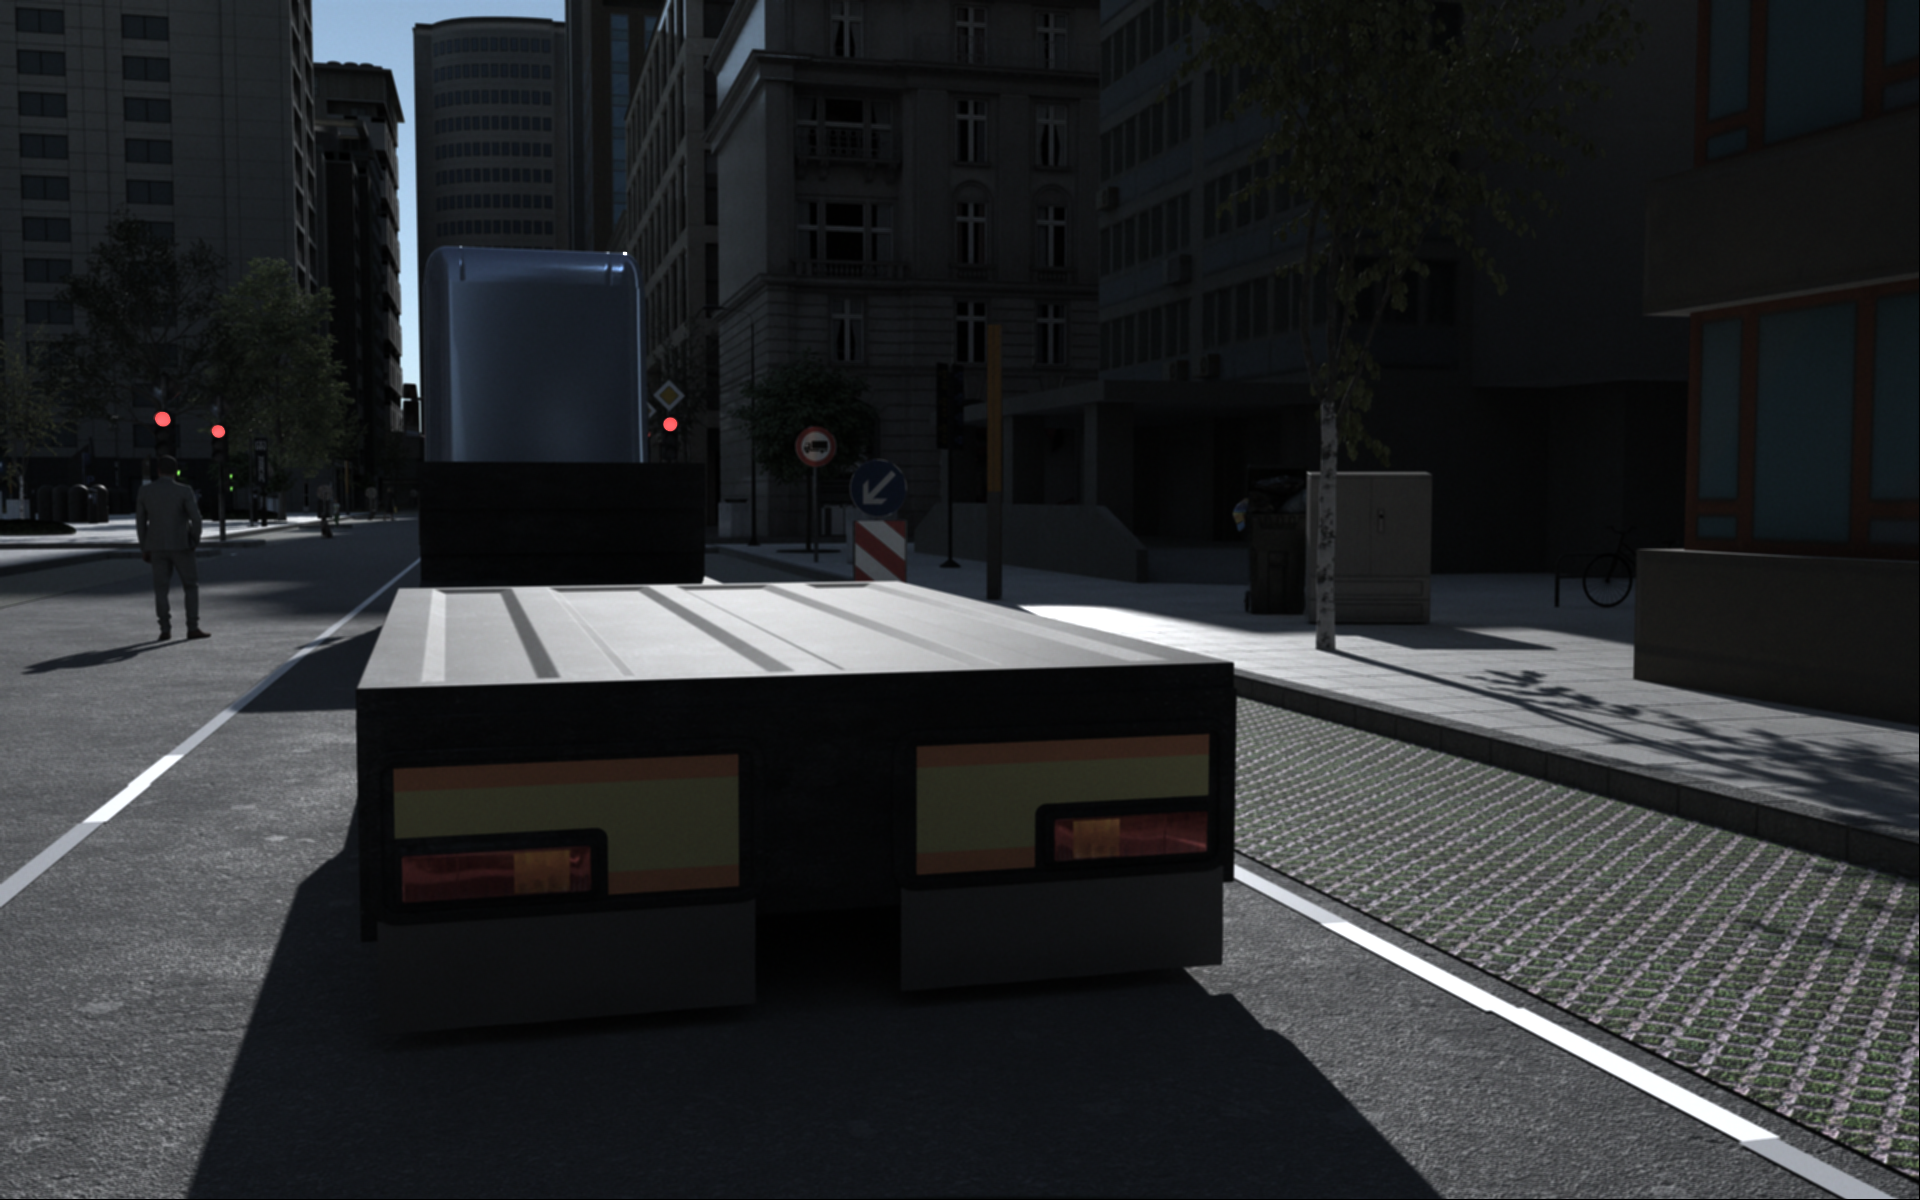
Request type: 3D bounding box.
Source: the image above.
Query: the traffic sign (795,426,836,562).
[{"bbox_3d":[-2.698,-1.978,32.445,0.768,2.556,0.104,-1,4,-10],"label":"traffic sign"}]

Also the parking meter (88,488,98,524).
[{"bbox_3d":[-37.622,-4.082,75.153,0.372,1.533,0.369,0,3,0],"label":"parking meter"}]

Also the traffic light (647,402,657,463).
[{"bbox_3d":[-9.192,-3.750,50.235,0.839,4.253,0.868,-1,4,-15],"label":"traffic light"}]

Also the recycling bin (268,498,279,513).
[{"bbox_3d":[-42.030,-5.736,106.340,0.722,1.027,0.722,-3,5,-41],"label":"recycling bin"}]

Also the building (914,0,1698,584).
[{"bbox_3d":[16.337,-20.955,34.492,32.217,40.220,23.993,-1,4,-15],"label":"building"}]

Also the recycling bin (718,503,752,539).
[{"bbox_3d":[-6.542,-2.313,50.366,0.722,1.027,0.722,-3,5,-40],"label":"recycling bin"}]

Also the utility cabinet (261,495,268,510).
[{"bbox_3d":[-41.512,-5.637,103.322,0.306,1.237,1.020,-1,4,-16],"label":"utility cabinet"}]

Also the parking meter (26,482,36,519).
[{"bbox_3d":[-45.755,-4.867,85.290,0.255,1.863,0.399,0,4,-2],"label":"parking meter"}]

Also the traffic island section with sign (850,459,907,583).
[{"bbox_3d":[-1.219,-0.720,20.397,1.989,1.847,2.006,-1,4,-15],"label":"traffic island section with sign"}]

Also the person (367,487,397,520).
[{"bbox_3d":[-31.446,-5.237,94.342,1.509,1.804,0.699,0,4,0],"label":"person"}]

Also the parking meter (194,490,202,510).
[{"bbox_3d":[-44.392,-5.657,100.907,0.372,1.533,0.369,0,3,0],"label":"parking meter"}]

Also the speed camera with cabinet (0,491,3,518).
[{"bbox_3d":[-48.484,-5.639,86.526,0.660,3.252,2.038,-3,5,-44],"label":"speed camera with cabinet"}]

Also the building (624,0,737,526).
[{"bbox_3d":[-5.982,-17.348,88.158,19.350,26.468,34.151,-1,4,-15],"label":"building"}]

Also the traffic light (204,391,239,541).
[{"bbox_3d":[-20.171,-3.572,47.319,0.839,4.253,0.868,-1,4,-15],"label":"traffic light"}]

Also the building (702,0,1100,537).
[{"bbox_3d":[3.888,-13.349,60.063,24.055,21.916,13.314,-1,4,-15],"label":"building"}]

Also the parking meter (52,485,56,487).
[{"bbox_3d":[-57.516,-6.378,109.997,0.255,1.863,0.399,-2,4,-31],"label":"parking meter"}]

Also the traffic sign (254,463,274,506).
[{"bbox_3d":[-27.636,-4.200,68.780,0.768,2.556,0.104,0,4,-7],"label":"traffic sign"}]

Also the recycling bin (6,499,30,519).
[{"bbox_3d":[-44.214,-4.205,81.310,0.722,1.027,0.722,1,4,9],"label":"recycling bin"}]

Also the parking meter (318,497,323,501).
[{"bbox_3d":[-42.695,-6.555,115.591,0.372,1.533,0.369,0,3,0],"label":"parking meter"}]

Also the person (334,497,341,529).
[{"bbox_3d":[-25.335,-3.530,70.456,0.306,1.304,0.590,0,4,7],"label":"person"}]

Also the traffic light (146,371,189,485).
[{"bbox_3d":[-18.125,-3.100,39.600,0.839,4.253,0.868,-1,4,-15],"label":"traffic light"}]

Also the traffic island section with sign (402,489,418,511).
[{"bbox_3d":[-46.036,-8.409,146.121,1.989,1.847,2.006,-1,4,-15],"label":"traffic island section with sign"}]

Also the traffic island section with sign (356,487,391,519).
[{"bbox_3d":[-33.419,-5.496,98.492,1.989,1.847,2.006,-1,4,-15],"label":"traffic island section with sign"}]

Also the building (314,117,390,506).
[{"bbox_3d":[-70.062,-29.399,172.562,23.993,40.220,32.217,-1,4,-15],"label":"building"}]

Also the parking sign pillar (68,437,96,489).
[{"bbox_3d":[-40.762,-5.666,81.112,1.447,3.967,1.447,-2,4,-30],"label":"parking sign pillar"}]

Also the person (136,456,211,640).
[{"bbox_3d":[-7.781,-0.520,17.095,0.635,1.810,0.391,-1,4,-16],"label":"person"}]

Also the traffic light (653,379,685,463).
[{"bbox_3d":[-7.146,-3.278,42.515,0.839,4.253,0.868,-1,4,-15],"label":"traffic light"}]

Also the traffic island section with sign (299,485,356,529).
[{"bbox_3d":[-26.510,-3.902,72.433,1.989,1.847,2.006,-1,4,-15],"label":"traffic island section with sign"}]

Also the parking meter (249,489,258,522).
[{"bbox_3d":[-32.649,-4.381,80.038,0.372,1.533,0.369,0,3,0],"label":"parking meter"}]

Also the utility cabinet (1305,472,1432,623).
[{"bbox_3d":[4.030,-0.515,17.106,1.173,1.500,0.318,0,4,3],"label":"utility cabinet"}]

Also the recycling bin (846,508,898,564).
[{"bbox_3d":[-1.615,-1.175,31.772,0.722,1.027,0.722,-2,4,-33],"label":"recycling bin"}]

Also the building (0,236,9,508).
[{"bbox_3d":[-96.820,-31.536,170.233,28.867,44.769,22.147,-1,4,-15],"label":"building"}]

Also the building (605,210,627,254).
[{"bbox_3d":[-17.078,-17.035,114.675,11.583,22.565,21.152,-1,4,-15],"label":"building"}]

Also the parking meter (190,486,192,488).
[{"bbox_3d":[-50.138,-6.540,112.642,0.399,1.863,0.255,-2,4,-27],"label":"parking meter"}]

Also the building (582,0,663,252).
[{"bbox_3d":[-23.657,-30.169,143.374,14.600,45.320,14.200,-1,4,-15],"label":"building"}]

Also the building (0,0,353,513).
[{"bbox_3d":[-55.723,-42.007,125.061,20.563,71.187,20.611,-1,4,-15],"label":"building"}]

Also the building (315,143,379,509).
[{"bbox_3d":[-56.623,-22.796,144.417,14.160,30.474,14.107,-1,4,-15],"label":"building"}]

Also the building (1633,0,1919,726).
[{"bbox_3d":[21.723,-9.534,0.920,27.650,21.520,28.899,-1,4,-15],"label":"building"}]
